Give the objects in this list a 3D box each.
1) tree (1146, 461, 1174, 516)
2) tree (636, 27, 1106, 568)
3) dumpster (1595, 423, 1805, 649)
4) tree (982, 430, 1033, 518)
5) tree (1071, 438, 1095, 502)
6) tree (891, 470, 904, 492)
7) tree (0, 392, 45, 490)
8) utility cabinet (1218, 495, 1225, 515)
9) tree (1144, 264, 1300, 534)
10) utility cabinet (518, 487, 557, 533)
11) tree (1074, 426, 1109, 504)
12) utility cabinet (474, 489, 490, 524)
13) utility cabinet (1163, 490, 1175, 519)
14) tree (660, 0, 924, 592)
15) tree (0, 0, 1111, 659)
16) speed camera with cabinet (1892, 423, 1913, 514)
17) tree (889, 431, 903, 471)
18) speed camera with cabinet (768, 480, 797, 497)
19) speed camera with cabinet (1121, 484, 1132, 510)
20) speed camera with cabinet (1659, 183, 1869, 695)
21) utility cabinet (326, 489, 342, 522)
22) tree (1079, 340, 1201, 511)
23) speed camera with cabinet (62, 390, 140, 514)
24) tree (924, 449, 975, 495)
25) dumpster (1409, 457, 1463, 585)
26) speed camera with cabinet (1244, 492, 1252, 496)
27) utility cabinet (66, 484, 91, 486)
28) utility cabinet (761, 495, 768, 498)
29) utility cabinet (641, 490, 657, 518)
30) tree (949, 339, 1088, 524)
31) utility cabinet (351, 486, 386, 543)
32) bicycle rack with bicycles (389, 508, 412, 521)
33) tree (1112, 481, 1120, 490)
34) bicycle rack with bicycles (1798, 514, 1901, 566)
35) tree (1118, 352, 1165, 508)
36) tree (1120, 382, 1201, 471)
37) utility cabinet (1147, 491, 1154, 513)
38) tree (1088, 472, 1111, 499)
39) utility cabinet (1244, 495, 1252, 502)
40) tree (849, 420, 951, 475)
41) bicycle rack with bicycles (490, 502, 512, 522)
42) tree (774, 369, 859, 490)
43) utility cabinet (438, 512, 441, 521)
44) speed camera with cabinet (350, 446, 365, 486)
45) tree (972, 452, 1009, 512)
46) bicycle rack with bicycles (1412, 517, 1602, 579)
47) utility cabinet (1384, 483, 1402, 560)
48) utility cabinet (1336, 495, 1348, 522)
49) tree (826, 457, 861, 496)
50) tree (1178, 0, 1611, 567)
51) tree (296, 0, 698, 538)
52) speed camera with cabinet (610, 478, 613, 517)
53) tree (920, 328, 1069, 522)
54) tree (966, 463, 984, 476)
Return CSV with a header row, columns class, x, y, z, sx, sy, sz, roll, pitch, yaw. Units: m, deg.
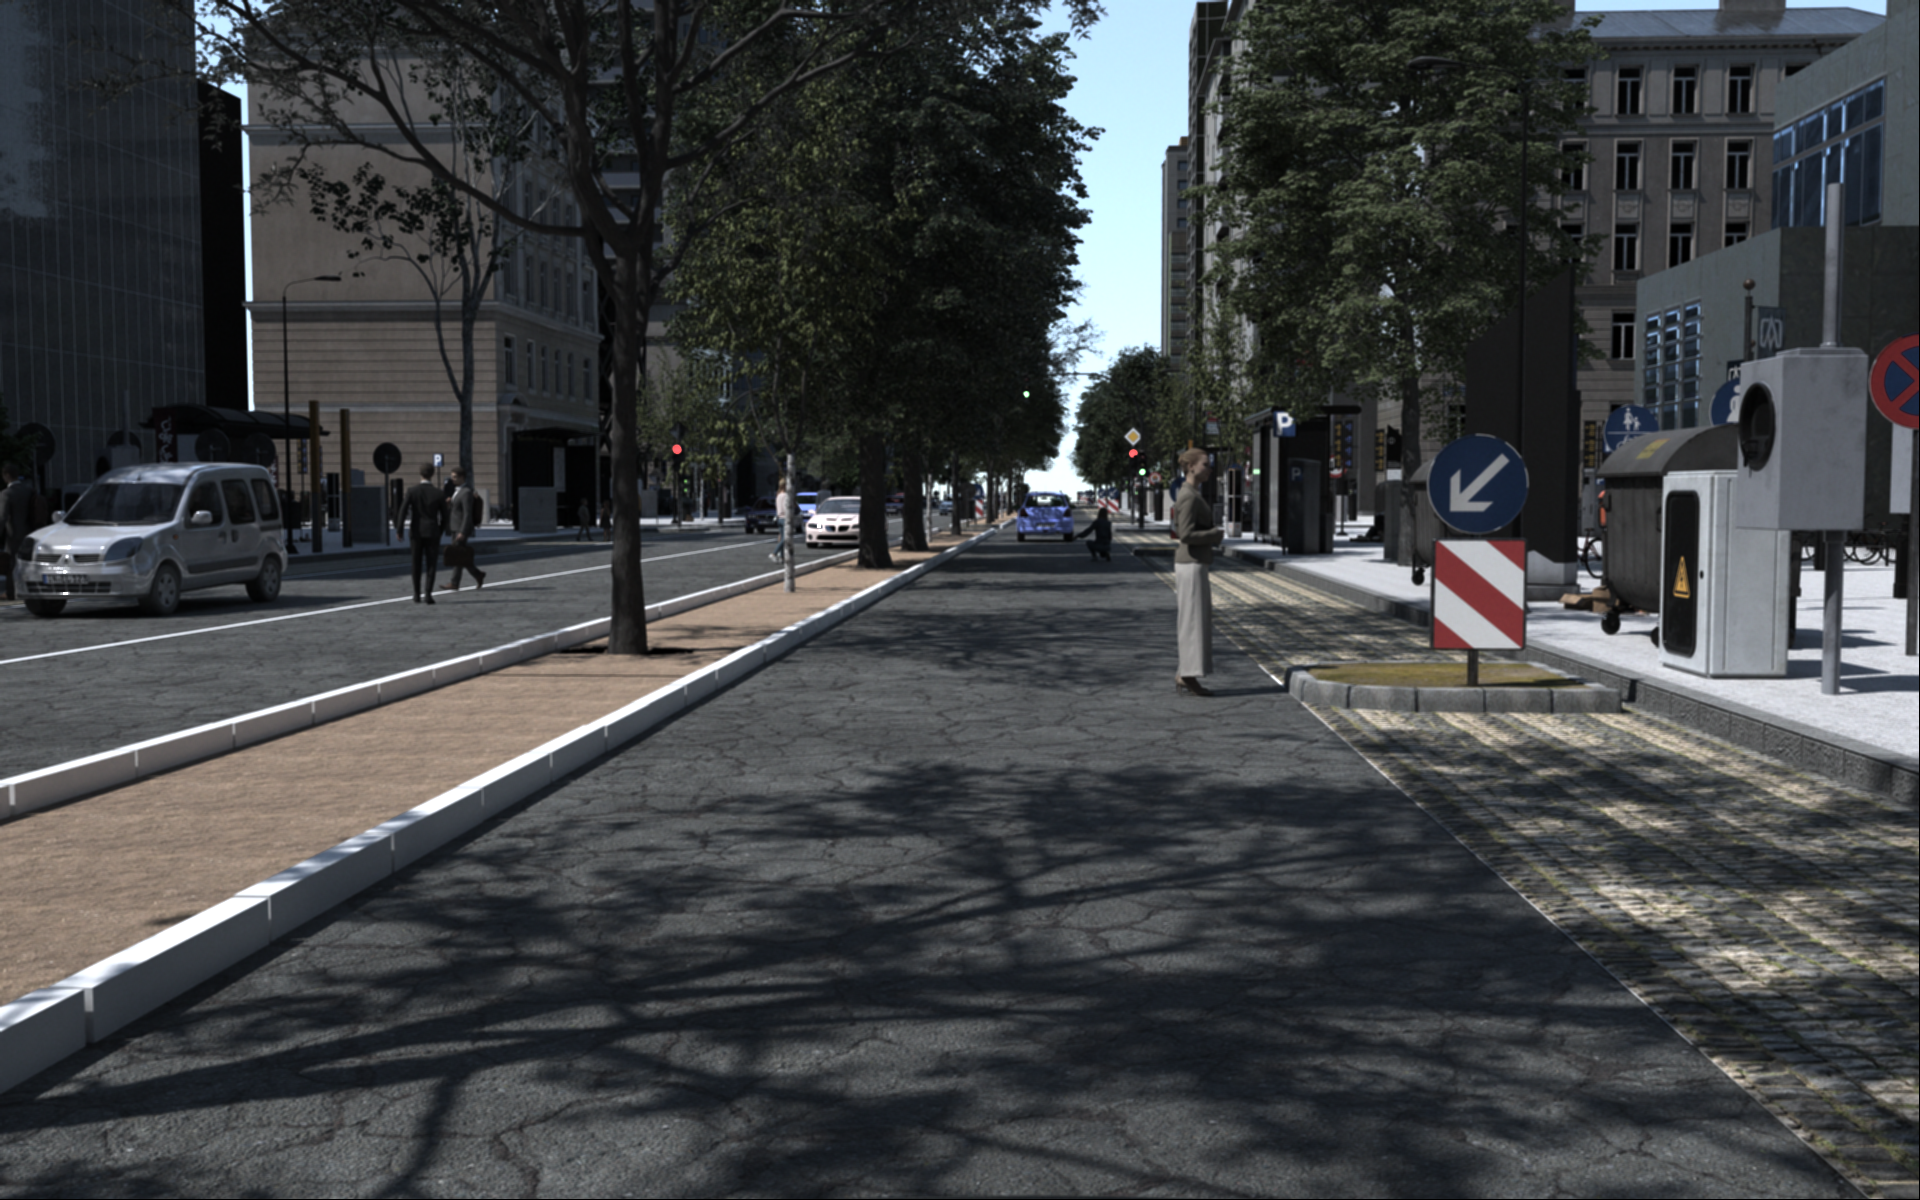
class,x,y,z,sx,sy,sz,roll,pitch,yaw
tree,11.701,-6.484,100.607,1.663,3.219,1.824,0,3,0
tree,-1.657,-7.588,33.173,9.857,13.997,8.962,0,3,0
dumpster,6.407,-0.567,15.033,1.264,1.857,1.865,0,4,4
tree,2.504,-9.175,102.838,4.360,8.622,3.978,0,3,0
tree,21.447,-21.332,274.534,9.928,11.665,9.643,0,3,0
tree,-5.918,-12.640,190.377,4.285,4.588,4.351,0,3,0
tree,-15.778,-2.064,28.345,1.663,3.219,1.824,0,3,0
utility cabinet,15.778,-5.707,104.475,0.306,1.237,1.020,0,4,-4
tree,8.681,-6.421,55.350,4.737,8.622,4.395,0,3,0
utility cabinet,-13.773,-2.926,56.519,1.173,1.500,0.318,-2,4,-28
tree,19.499,-19.824,242.254,7.486,12.596,7.792,0,3,0
utility cabinet,-20.832,-4.023,74.461,1.173,1.500,0.318,1,4,8
utility cabinet,10.398,-4.753,86.384,0.318,1.500,1.173,-3,4,-39
tree,-2.499,-4.422,25.117,4.737,8.622,4.395,0,3,0
tree,-3.001,-6.265,15.264,12.009,13.543,11.850,0,3,0
speed camera with cabinet,12.017,-1.586,20.271,2.038,3.252,0.660,0,4,-6
tree,-4.557,-18.439,219.600,7.486,12.596,7.792,0,3,0
speed camera with cabinet,-11.148,-6.999,108.768,0.660,3.252,2.038,3,4,39
speed camera with cabinet,13.684,-8.997,141.441,0.660,3.252,2.038,1,4,18
speed camera with cabinet,5.439,-1.070,11.837,0.660,3.252,2.038,0,4,3
utility cabinet,-28.277,-4.297,78.932,1.173,1.500,0.318,-3,5,-40
tree,13.625,-12.960,128.900,9.611,12.733,9.660,0,3,0
speed camera with cabinet,-16.539,-2.384,33.318,2.038,3.252,0.660,3,4,38
tree,-1.752,-21.420,267.226,9.611,12.733,9.660,0,3,0
dumpster,6.903,-1.088,23.553,1.264,1.857,1.865,0,4,3
speed camera with cabinet,22.213,-8.328,130.495,2.038,3.252,0.660,1,4,9
utility cabinet,-18.668,-1.749,37.269,1.173,1.500,0.318,1,4,22
utility cabinet,-12.209,-6.115,111.134,1.020,1.237,0.306,0,4,5
utility cabinet,-16.553,-5.107,92.174,0.318,1.500,1.173,1,4,19
tree,1.286,-8.731,79.617,8.767,10.594,7.601,0,4,3
utility cabinet,-15.520,-2.240,45.303,1.173,1.500,0.318,1,4,23
bicycle rack with bicycles,-27.766,-4.280,83.360,2.925,0.926,2.852,-3,4,-36
tree,15.471,-10.406,164.741,1.663,3.219,1.824,0,3,0
bicycle rack with bicycles,16.679,-1.147,32.133,2.852,0.926,2.925,-2,4,-34
tree,14.595,-15.179,154.827,9.857,13.997,8.962,0,3,0
tree,12.659,-9.900,112.226,4.360,8.622,3.978,0,3,0
utility cabinet,12.682,-6.557,115.893,0.318,1.500,1.173,-1,4,-9
tree,17.740,-16.609,205.966,7.601,10.594,8.767,2,4,24
utility cabinet,18.620,-6.281,113.861,0.306,1.237,1.020,-2,4,-33
tree,-7.274,-14.473,162.390,9.928,11.665,9.643,0,3,0
bicycle rack with bicycles,-21.877,-4.019,79.085,2.925,0.926,2.852,-1,4,-13
tree,-10.241,-12.930,129.528,7.486,12.596,7.792,0,3,0
utility cabinet,-24.832,-4.362,82.481,0.306,1.237,1.020,0,4,-8
speed camera with cabinet,-21.985,-4.225,63.419,0.660,3.252,2.038,-2,4,-32
tree,-0.923,-5.983,50.643,4.737,8.622,4.395,0,3,0
bicycle rack with bicycles,8.383,-0.839,27.099,2.852,0.926,2.925,-1,4,-12
utility cabinet,8.832,-1.527,33.648,1.173,1.500,0.318,-1,4,-17
utility cabinet,17.644,-4.209,79.977,0.306,1.237,1.020,2,4,27
tree,-9.256,-9.621,141.012,4.285,4.588,4.351,0,3,0
tree,7.582,-6.869,30.439,7.486,12.596,7.792,0,3,0
tree,-13.812,-11.988,51.898,12.611,20.169,13.585,0,3,0
speed camera with cabinet,-18.343,-6.013,92.655,0.660,3.252,2.038,0,4,-5
tree,1.613,-10.189,87.179,7.486,12.596,7.792,0,3,0
tree,0.807,-22.865,299.594,9.928,11.665,9.643,0,3,0
